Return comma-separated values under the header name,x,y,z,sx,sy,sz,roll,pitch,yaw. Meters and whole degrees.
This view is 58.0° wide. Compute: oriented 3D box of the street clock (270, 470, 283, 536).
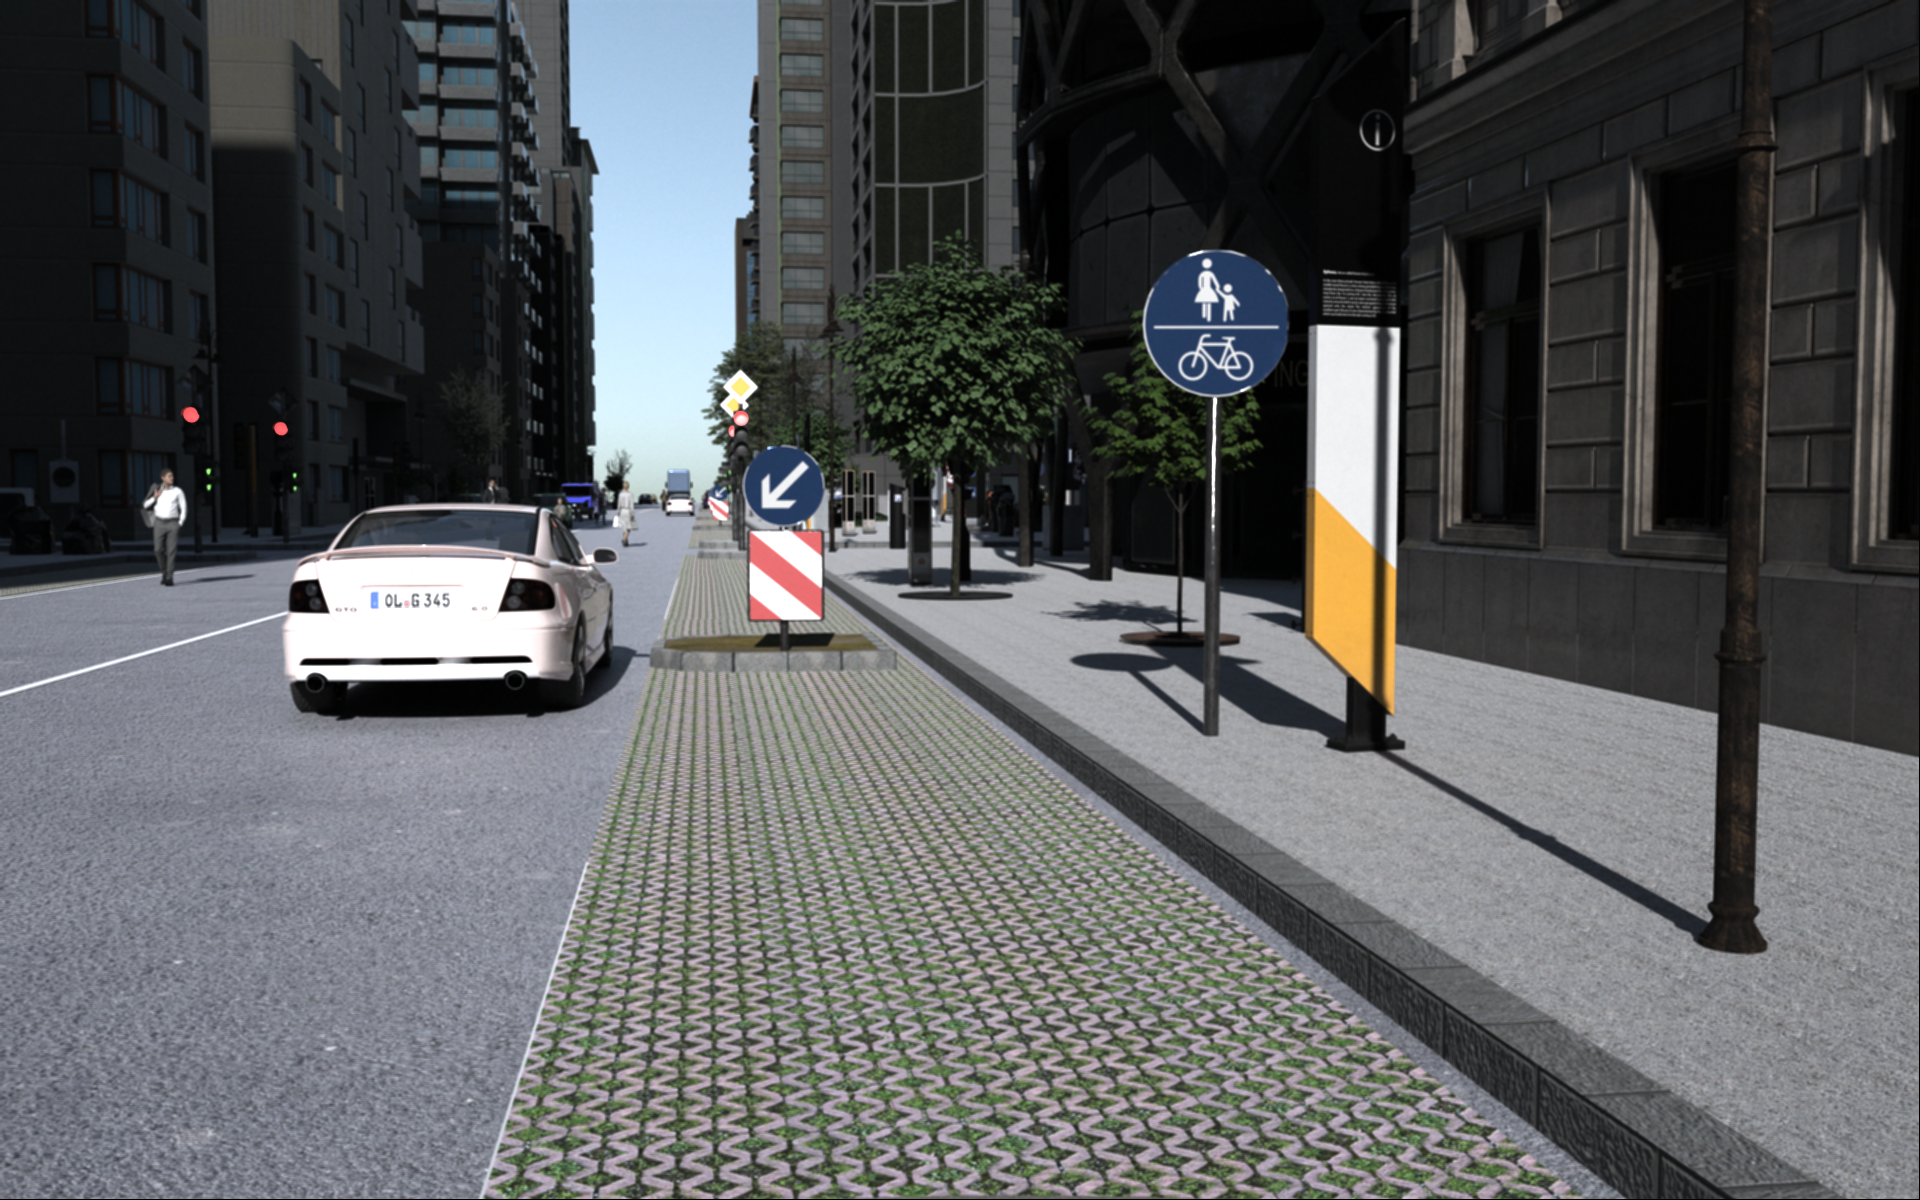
name,x,y,z,sx,sy,sz,roll,pitch,yaw
street clock,-20.837,-2.957,52.921,0.358,2.002,0.471,1,4,13

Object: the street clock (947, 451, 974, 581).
name,x,y,z,sx,sy,sz,roll,pitch,yaw
street clock,0.033,-1.282,25.531,0.358,2.002,0.471,-2,4,-34

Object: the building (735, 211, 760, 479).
name,x,y,z,sx,sy,sz,roll,pitch,yaw
building,-28.296,-38.116,273.304,14.600,45.320,14.200,-1,4,-8

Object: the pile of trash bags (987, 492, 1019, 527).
name,x,y,z,sx,sy,sz,roll,pitch,yaw
pile of trash bags,1.888,-3.480,66.648,1.912,1.369,3.447,2,4,23

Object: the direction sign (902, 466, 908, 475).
name,x,y,z,sx,sy,sz,roll,pitch,yaw
direction sign,-2.684,-5.699,85.183,0.379,3.537,0.876,1,4,21

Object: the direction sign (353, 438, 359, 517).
name,x,y,z,sx,sy,sz,roll,pitch,yaw
direction sign,-24.384,-4.768,69.949,0.379,3.537,0.876,-2,4,-31

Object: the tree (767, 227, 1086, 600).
name,x,y,z,sx,sy,sz,roll,pitch,yaw
tree,-0.137,-2.309,21.471,4.285,4.588,4.351,0,3,0

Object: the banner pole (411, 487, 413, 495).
name,x,y,z,sx,sy,sz,roll,pitch,yaw
banner pole,-36.394,-7.613,114.493,0.863,3.779,0.401,1,4,23

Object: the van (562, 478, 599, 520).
name,x,y,z,sx,sy,sz,roll,pitch,yaw
van,-21.387,-5.678,97.227,2.240,2.365,5.245,0,4,-7

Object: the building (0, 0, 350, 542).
name,x,y,z,sx,sy,sz,roll,pitch,yaw
building,-38.167,-13.059,58.550,27.650,21.520,28.899,-1,4,-8

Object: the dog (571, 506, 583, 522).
name,x,y,z,sx,sy,sz,roll,pitch,yaw
dog,-19.832,-4.481,90.098,0.513,0.831,0.800,-3,5,-43

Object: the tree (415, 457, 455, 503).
name,x,y,z,sx,sy,sz,roll,pitch,yaw
tree,-27.680,-5.878,90.698,1.663,3.219,1.824,0,3,0

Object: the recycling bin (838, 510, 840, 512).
name,x,y,z,sx,sy,sz,roll,pitch,yaw
recycling bin,-7.228,-5.164,96.992,0.722,1.027,0.722,-3,4,-39

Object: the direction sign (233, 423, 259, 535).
name,x,y,z,sx,sy,sz,roll,pitch,yaw
direction sign,-22.631,-3.852,54.975,0.876,3.537,0.379,1,4,14

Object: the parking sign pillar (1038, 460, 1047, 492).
name,x,y,z,sx,sy,sz,roll,pitch,yaw
parking sign pillar,4.357,-6.828,100.111,1.447,3.967,1.447,-1,4,-9

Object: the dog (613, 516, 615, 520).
name,x,y,z,sx,sy,sz,roll,pitch,yaw
dog,-16.222,-3.793,82.205,0.748,0.427,0.550,-2,4,-34

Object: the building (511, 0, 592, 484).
name,x,y,z,sx,sy,sz,roll,pitch,yaw
building,-59.107,-48.159,225.656,20.563,71.187,20.611,-1,4,-8

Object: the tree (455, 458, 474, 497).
name,x,y,z,sx,sy,sz,roll,pitch,yaw
tree,-27.194,-6.048,93.484,1.663,3.219,1.824,0,3,0

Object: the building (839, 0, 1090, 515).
name,x,y,z,sx,sy,sz,roll,pitch,yaw
building,1.892,-41.064,109.645,20.563,71.187,20.611,-1,4,-8

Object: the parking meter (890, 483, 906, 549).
name,x,y,z,sx,sy,sz,roll,pitch,yaw
parking meter,-1.464,-1.971,40.629,0.372,1.533,0.369,0,3,0

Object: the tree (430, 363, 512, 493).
name,x,y,z,sx,sy,sz,roll,pitch,yaw
tree,-27.918,-9.064,98.561,4.360,8.622,3.978,0,3,0

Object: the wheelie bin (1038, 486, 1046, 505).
name,x,y,z,sx,sy,sz,roll,pitch,yaw
wheelie bin,2.950,-3.770,69.547,0.980,1.594,0.693,-2,4,-35

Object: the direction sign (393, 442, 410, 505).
name,x,y,z,sx,sy,sz,roll,pitch,yaw
direction sign,-24.378,-5.118,75.673,0.876,3.537,0.379,1,4,20

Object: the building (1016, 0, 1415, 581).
name,x,y,z,sx,sy,sz,roll,pitch,yaw
building,9.200,-9.958,30.258,16.820,18.784,16.811,-1,4,-8

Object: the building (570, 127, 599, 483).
name,x,y,z,sx,sy,sz,roll,pitch,yaw
building,-67.213,-40.443,250.488,28.713,52.752,27.495,-1,4,-8

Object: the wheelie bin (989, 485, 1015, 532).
name,x,y,z,sx,sy,sz,roll,pitch,yaw
wheelie bin,1.428,-3.079,58.252,0.980,1.594,0.693,2,4,32

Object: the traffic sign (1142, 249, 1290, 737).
name,x,y,z,sx,sy,sz,roll,pitch,yaw
traffic sign,1.335,-0.551,9.123,0.768,2.556,0.104,0,4,0

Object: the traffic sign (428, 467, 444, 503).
name,x,y,z,sx,sy,sz,roll,pitch,yaw
traffic sign,-24.926,-5.033,82.397,0.768,2.556,0.104,0,4,-7

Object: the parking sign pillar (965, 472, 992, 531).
name,x,y,z,sx,sy,sz,roll,pitch,yaw
parking sign pillar,0.543,-4.384,60.157,1.447,3.967,1.447,1,4,14

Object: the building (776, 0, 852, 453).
name,x,y,z,sx,sy,sz,roll,pitch,yaw
building,-6.930,-27.443,132.292,14.154,41.232,14.086,-1,4,-8

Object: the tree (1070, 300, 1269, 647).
name,x,y,z,sx,sy,sz,roll,pitch,yaw
tree,1.773,-1.241,14.898,1.663,3.219,1.824,0,3,0

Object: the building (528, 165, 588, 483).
name,x,y,z,sx,sy,sz,roll,pitch,yaw
building,-52.788,-32.154,209.305,14.154,41.232,14.086,-1,4,-8

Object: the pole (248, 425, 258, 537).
name,x,y,z,sx,sy,sz,roll,pitch,yaw
pole,-20.894,-3.507,51.185,0.158,3.312,0.155,0,3,0

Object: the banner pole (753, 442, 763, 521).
name,x,y,z,sx,sy,sz,roll,pitch,yaw
banner pole,-9.652,-5.689,83.029,0.401,3.779,0.863,3,4,37

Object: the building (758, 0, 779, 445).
name,x,y,z,sx,sy,sz,roll,pitch,yaw
building,-7.230,-37.374,153.058,21.231,58.520,28.212,-1,4,-8

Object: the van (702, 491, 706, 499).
name,x,y,z,sx,sy,sz,roll,pitch,yaw
van,-32.400,-13.280,224.133,2.013,2.044,4.112,-1,4,-8

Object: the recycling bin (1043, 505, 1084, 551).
name,x,y,z,sx,sy,sz,roll,pitch,yaw
recycling bin,2.366,-1.658,39.655,0.722,1.027,0.722,-2,4,-30

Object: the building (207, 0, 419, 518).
name,x,y,z,sx,sy,sz,roll,pitch,yaw
building,-44.707,-30.820,93.153,28.713,52.752,27.495,-1,4,-8

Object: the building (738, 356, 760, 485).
name,x,y,z,sx,sy,sz,roll,pitch,yaw
building,-15.225,-23.502,229.299,27.650,21.520,28.899,-1,4,-8

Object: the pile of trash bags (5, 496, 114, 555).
name,x,y,z,sx,sy,sz,roll,pitch,yaw
pile of trash bags,-20.034,-1.681,37.230,3.447,1.369,1.912,0,4,-4

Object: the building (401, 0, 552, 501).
name,x,y,z,sx,sy,sz,roll,pitch,yaw
building,-51.049,-33.096,160.732,23.786,49.044,30.456,-1,4,-8

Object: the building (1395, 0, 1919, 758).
name,x,y,z,sx,sy,sz,roll,pitch,yaw
building,9.669,-8.660,6.222,10.561,19.102,19.286,-1,4,-8

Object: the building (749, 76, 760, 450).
name,x,y,z,sx,sy,sz,roll,pitch,yaw
building,-10.787,-32.252,181.945,22.147,44.769,28.867,-1,4,-8

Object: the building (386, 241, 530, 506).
name,x,y,z,sx,sy,sz,roll,pitch,yaw
building,-48.385,-17.524,131.561,27.650,21.520,28.899,-1,4,-8

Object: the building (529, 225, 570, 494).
name,x,y,z,sx,sy,sz,roll,pitch,yaw
building,-49.402,-25.218,184.022,14.160,30.474,14.107,-1,4,-8
